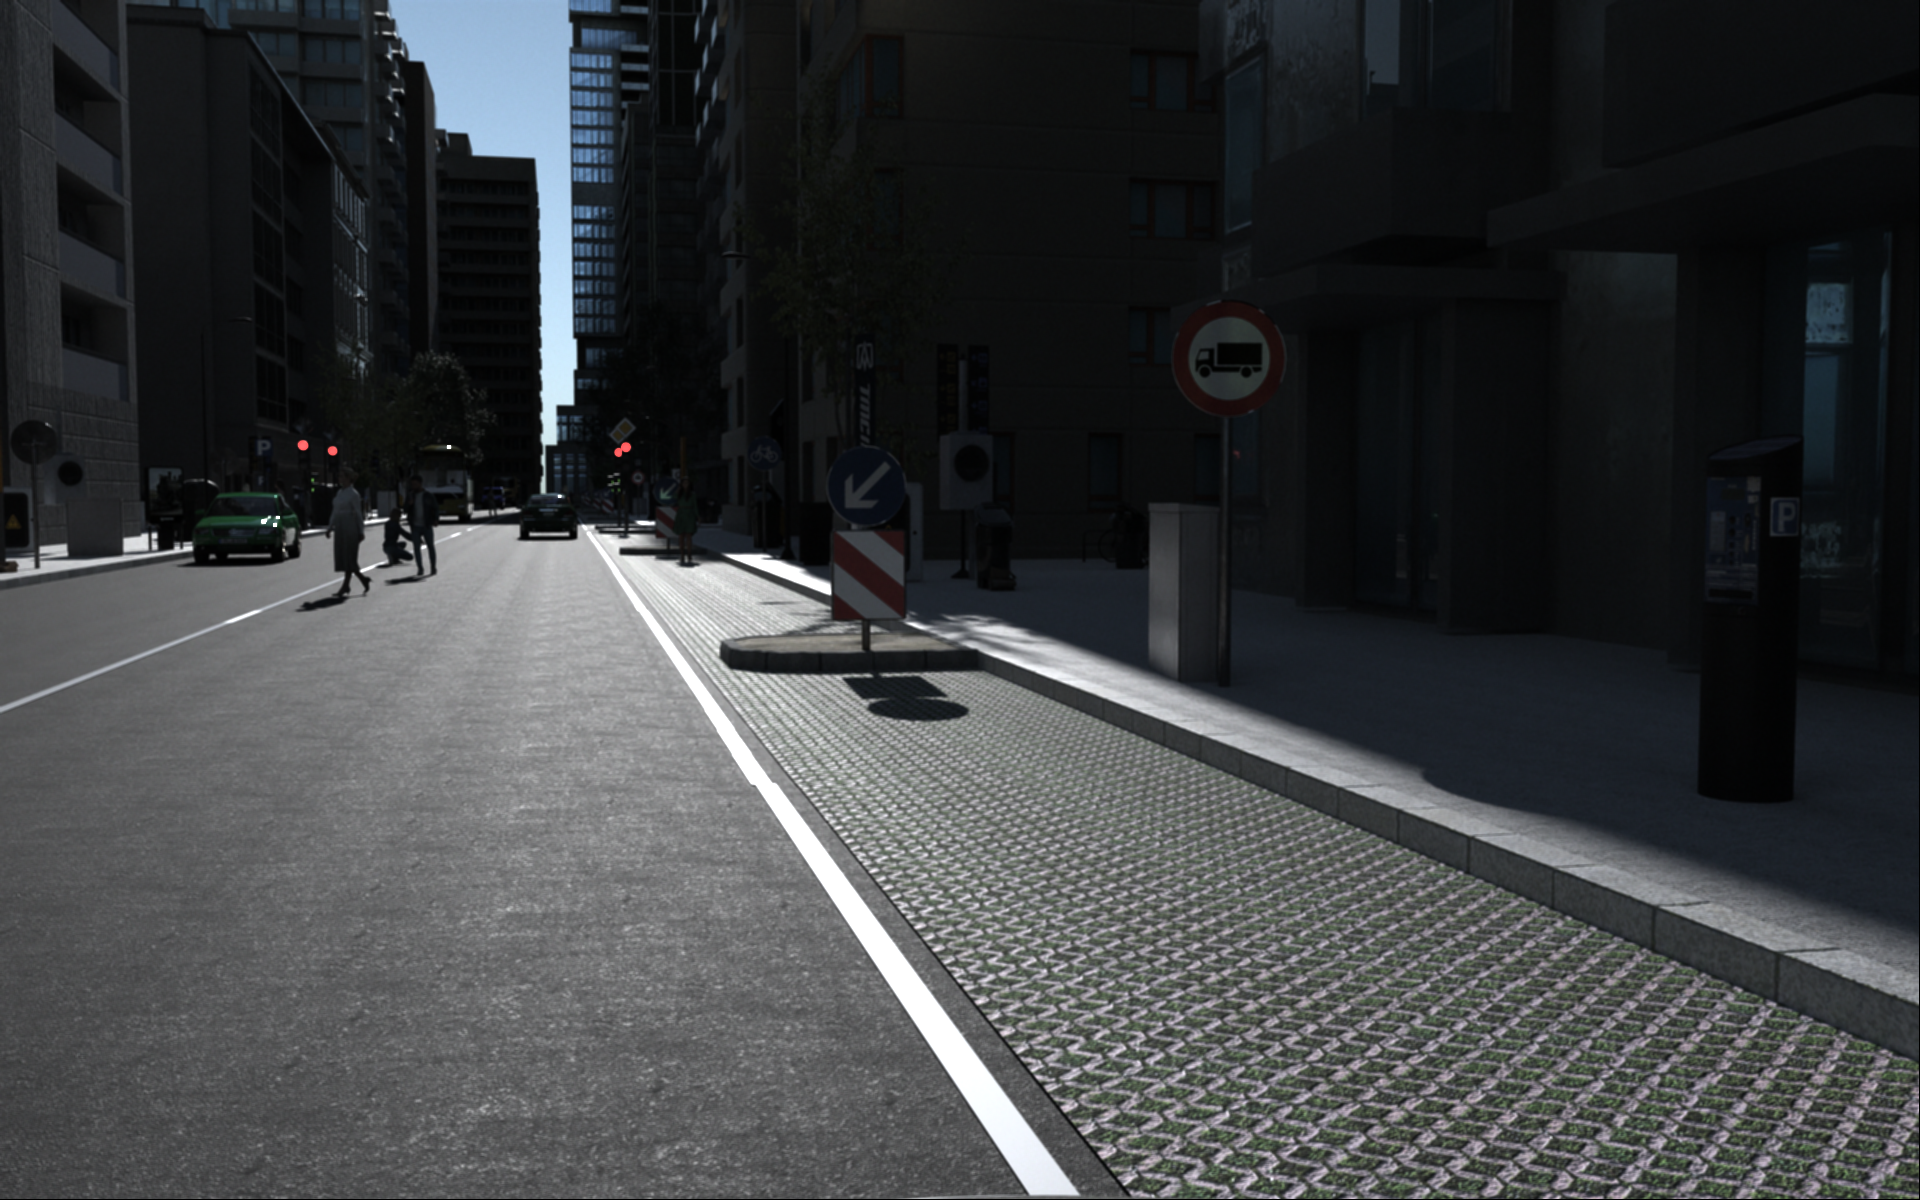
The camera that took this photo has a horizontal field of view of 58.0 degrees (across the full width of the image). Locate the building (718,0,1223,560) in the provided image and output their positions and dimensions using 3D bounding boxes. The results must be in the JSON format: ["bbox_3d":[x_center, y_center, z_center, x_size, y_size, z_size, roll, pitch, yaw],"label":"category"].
[{"bbox_3d":[8.288,-12.518,49.709,27.650,21.520,28.899,-1,4,-13],"label":"building"}]

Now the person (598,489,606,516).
[{"bbox_3d":[-23.311,-6.363,112.763,0.641,1.798,0.478,3,4,36],"label":"person"}]

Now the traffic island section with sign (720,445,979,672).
[{"bbox_3d":[-1.032,-0.382,14.876,1.989,1.847,2.006,-1,4,-13],"label":"traffic island section with sign"}]

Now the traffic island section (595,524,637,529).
[{"bbox_3d":[-13.940,-2.982,71.029,2.009,0.180,2.903,-1,4,-13],"label":"traffic island section"}]

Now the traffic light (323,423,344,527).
[{"bbox_3d":[-24.710,-4.863,68.430,0.839,4.253,0.868,-1,4,-13],"label":"traffic light"}]

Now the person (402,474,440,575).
[{"bbox_3d":[-9.537,-1.334,30.659,0.623,1.781,0.721,-1,4,-19],"label":"person"}]

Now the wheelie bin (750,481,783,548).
[{"bbox_3d":[-4.612,-2.032,41.137,0.693,1.594,0.980,-1,4,-20],"label":"wheelie bin"}]

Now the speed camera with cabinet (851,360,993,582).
[{"bbox_3d":[-0.569,-1.897,25.350,2.038,3.252,0.660,-1,4,-16],"label":"speed camera with cabinet"}]

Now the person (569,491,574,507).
[{"bbox_3d":[-42.192,-10.970,188.303,0.568,1.767,0.683,2,4,27],"label":"person"}]

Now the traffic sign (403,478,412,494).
[{"bbox_3d":[-34.872,-6.559,109.373,0.606,2.300,0.079,0,4,-5],"label":"traffic sign"}]

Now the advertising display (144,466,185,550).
[{"bbox_3d":[-18.300,-2.119,39.861,0.123,1.923,0.974,2,4,26],"label":"advertising display"}]

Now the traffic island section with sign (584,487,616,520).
[{"bbox_3d":[-19.455,-5.283,95.005,1.989,1.847,2.006,-1,4,-13],"label":"traffic island section with sign"}]

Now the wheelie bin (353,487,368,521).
[{"bbox_3d":[-28.428,-4.515,81.723,0.980,1.594,0.693,-1,4,-15],"label":"wheelie bin"}]

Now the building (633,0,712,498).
[{"bbox_3d":[-22.118,-44.855,171.636,20.563,71.187,20.611,-1,4,-13],"label":"building"}]

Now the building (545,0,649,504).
[{"bbox_3d":[-41.841,-56.690,239.547,31.000,86.520,22.319,-1,4,-13],"label":"building"}]

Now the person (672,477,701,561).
[{"bbox_3d":[-5.833,-1.720,36.873,0.600,1.795,0.529,-1,4,-16],"label":"person"}]

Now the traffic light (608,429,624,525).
[{"bbox_3d":[-13.982,-5.014,70.906,0.839,4.253,0.868,-1,4,-13],"label":"traffic light"}]

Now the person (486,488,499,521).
[{"bbox_3d":[-25.260,-5.183,93.576,0.599,1.781,0.374,1,4,21],"label":"person"}]

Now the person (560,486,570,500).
[{"bbox_3d":[-17.719,-4.218,77.650,0.537,1.800,0.526,1,4,12],"label":"person"}]

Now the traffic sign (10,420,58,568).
[{"bbox_3d":[-15.945,-1.820,29.855,0.768,2.556,0.104,-1,4,-9],"label":"traffic sign"}]

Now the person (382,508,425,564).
[{"bbox_3d":[-11.590,-1.330,35.741,0.738,1.151,1.012,-3,5,-41],"label":"person"}]

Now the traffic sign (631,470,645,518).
[{"bbox_3d":[-17.353,-5.709,93.440,0.768,2.556,0.104,0,4,-4],"label":"traffic sign"}]

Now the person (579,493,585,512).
[{"bbox_3d":[-29.875,-7.713,137.202,0.503,1.515,0.523,2,4,32],"label":"person"}]

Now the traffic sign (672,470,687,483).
[{"bbox_3d":[-11.438,-4.192,70.674,0.606,2.300,0.079,-1,4,-8],"label":"traffic sign"}]

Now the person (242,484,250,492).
[{"bbox_3d":[-25.672,-3.274,62.213,0.537,1.800,0.526,-1,4,-15],"label":"person"}]

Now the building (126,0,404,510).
[{"bbox_3d":[-60.788,-32.576,152.221,23.786,49.044,30.456,-1,4,-13],"label":"building"}]

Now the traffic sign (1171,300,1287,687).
[{"bbox_3d":[1.763,-0.695,11.467,0.768,2.556,0.104,0,4,-4],"label":"traffic sign"}]

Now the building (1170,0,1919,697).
[{"bbox_3d":[15.698,-23.998,11.982,23.786,49.044,30.456,-1,4,-13],"label":"building"}]

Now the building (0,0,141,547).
[{"bbox_3d":[-37.499,-30.661,43.299,28.212,58.520,21.231,-1,4,-13],"label":"building"}]

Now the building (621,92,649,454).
[{"bbox_3d":[-29.162,-35.715,207.638,21.300,48.544,21.600,-1,4,-13],"label":"building"}]

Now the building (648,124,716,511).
[{"bbox_3d":[-17.689,-22.517,139.847,14.160,30.474,14.107,-1,4,-13],"label":"building"}]

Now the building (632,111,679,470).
[{"bbox_3d":[-28.661,-30.955,189.703,14.154,41.232,14.086,-1,4,-13],"label":"building"}]

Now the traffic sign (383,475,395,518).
[{"bbox_3d":[-30.293,-5.493,91.934,0.606,2.300,0.079,-1,4,-12],"label":"traffic sign"}]

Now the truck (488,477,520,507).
[{"bbox_3d":[-51.433,-12.229,195.869,3.469,3.379,9.791,-1,4,-13],"label":"truck"}]

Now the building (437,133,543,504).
[{"bbox_3d":[-68.042,-37.397,235.144,21.600,48.544,21.300,-1,4,-13],"label":"building"}]

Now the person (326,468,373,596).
[{"bbox_3d":[-8.622,-0.965,24.509,0.641,1.798,0.478,-3,5,-44],"label":"person"}]

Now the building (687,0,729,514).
[{"bbox_3d":[-5.145,-30.063,111.143,23.786,49.044,30.456,-1,4,-13],"label":"building"}]

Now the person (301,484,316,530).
[{"bbox_3d":[-25.082,-3.526,66.246,0.767,1.812,0.694,0,4,3],"label":"person"}]

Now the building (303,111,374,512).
[{"bbox_3d":[-44.882,-19.121,109.886,12.463,27.353,25.104,-1,4,-13],"label":"building"}]

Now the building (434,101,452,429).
[{"bbox_3d":[-73.750,-35.264,196.168,30.456,49.044,23.786,-1,4,-13],"label":"building"}]

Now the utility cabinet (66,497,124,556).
[{"bbox_3d":[-17.938,-1.515,35.930,1.020,1.237,0.306,-1,4,-22],"label":"utility cabinet"}]

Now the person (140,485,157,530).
[{"bbox_3d":[-30.162,-3.452,65.154,1.509,1.804,0.699,0,4,-7],"label":"person"}]

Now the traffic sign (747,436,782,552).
[{"bbox_3d":[-4.319,-2.333,38.253,0.768,2.556,0.104,0,4,-5],"label":"traffic sign"}]

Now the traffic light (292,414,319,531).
[{"bbox_3d":[-22.920,-4.387,60.648,0.839,4.253,0.868,-1,4,-13],"label":"traffic light"}]

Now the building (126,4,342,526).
[{"bbox_3d":[-39.120,-16.145,83.042,14.314,24.678,30.058,-1,4,-13],"label":"building"}]

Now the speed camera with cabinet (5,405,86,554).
[{"bbox_3d":[-20.303,-2.666,37.919,0.660,3.252,2.038,3,4,37],"label":"speed camera with cabinet"}]

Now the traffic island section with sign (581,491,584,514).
[{"bbox_3d":[-25.588,-6.913,121.649,1.989,1.847,2.006,-1,4,-13],"label":"traffic island section with sign"}]

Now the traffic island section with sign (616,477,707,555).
[{"bbox_3d":[-7.106,-1.998,41.292,1.989,1.847,2.006,-1,4,-13],"label":"traffic island section with sign"}]

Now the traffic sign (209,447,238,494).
[{"bbox_3d":[-20.131,-2.890,47.362,0.768,2.556,0.104,0,4,-4],"label":"traffic sign"}]

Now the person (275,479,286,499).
[{"bbox_3d":[-17.904,-2.262,45.501,0.388,1.821,0.555,-2,4,-33],"label":"person"}]

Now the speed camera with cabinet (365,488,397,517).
[{"bbox_3d":[-32.543,-6.257,96.635,2.038,3.252,0.660,-1,4,-10],"label":"speed camera with cabinet"}]

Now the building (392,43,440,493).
[{"bbox_3d":[-60.525,-32.119,175.261,14.600,45.320,14.200,-1,4,-13],"label":"building"}]

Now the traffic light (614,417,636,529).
[{"bbox_3d":[-12.192,-4.538,63.123,0.839,4.253,0.868,-1,4,-13],"label":"traffic light"}]

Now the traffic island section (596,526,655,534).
[{"bbox_3d":[-12.150,-2.506,63.246,2.009,0.180,2.903,-1,4,-13],"label":"traffic island section"}]

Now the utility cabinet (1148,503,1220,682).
[{"bbox_3d":[1.586,-0.068,12.281,0.306,1.237,1.020,0,4,-6],"label":"utility cabinet"}]

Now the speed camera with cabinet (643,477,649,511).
[{"bbox_3d":[-24.073,-8.504,133.373,0.660,3.252,2.038,-1,4,-8],"label":"speed camera with cabinet"}]
